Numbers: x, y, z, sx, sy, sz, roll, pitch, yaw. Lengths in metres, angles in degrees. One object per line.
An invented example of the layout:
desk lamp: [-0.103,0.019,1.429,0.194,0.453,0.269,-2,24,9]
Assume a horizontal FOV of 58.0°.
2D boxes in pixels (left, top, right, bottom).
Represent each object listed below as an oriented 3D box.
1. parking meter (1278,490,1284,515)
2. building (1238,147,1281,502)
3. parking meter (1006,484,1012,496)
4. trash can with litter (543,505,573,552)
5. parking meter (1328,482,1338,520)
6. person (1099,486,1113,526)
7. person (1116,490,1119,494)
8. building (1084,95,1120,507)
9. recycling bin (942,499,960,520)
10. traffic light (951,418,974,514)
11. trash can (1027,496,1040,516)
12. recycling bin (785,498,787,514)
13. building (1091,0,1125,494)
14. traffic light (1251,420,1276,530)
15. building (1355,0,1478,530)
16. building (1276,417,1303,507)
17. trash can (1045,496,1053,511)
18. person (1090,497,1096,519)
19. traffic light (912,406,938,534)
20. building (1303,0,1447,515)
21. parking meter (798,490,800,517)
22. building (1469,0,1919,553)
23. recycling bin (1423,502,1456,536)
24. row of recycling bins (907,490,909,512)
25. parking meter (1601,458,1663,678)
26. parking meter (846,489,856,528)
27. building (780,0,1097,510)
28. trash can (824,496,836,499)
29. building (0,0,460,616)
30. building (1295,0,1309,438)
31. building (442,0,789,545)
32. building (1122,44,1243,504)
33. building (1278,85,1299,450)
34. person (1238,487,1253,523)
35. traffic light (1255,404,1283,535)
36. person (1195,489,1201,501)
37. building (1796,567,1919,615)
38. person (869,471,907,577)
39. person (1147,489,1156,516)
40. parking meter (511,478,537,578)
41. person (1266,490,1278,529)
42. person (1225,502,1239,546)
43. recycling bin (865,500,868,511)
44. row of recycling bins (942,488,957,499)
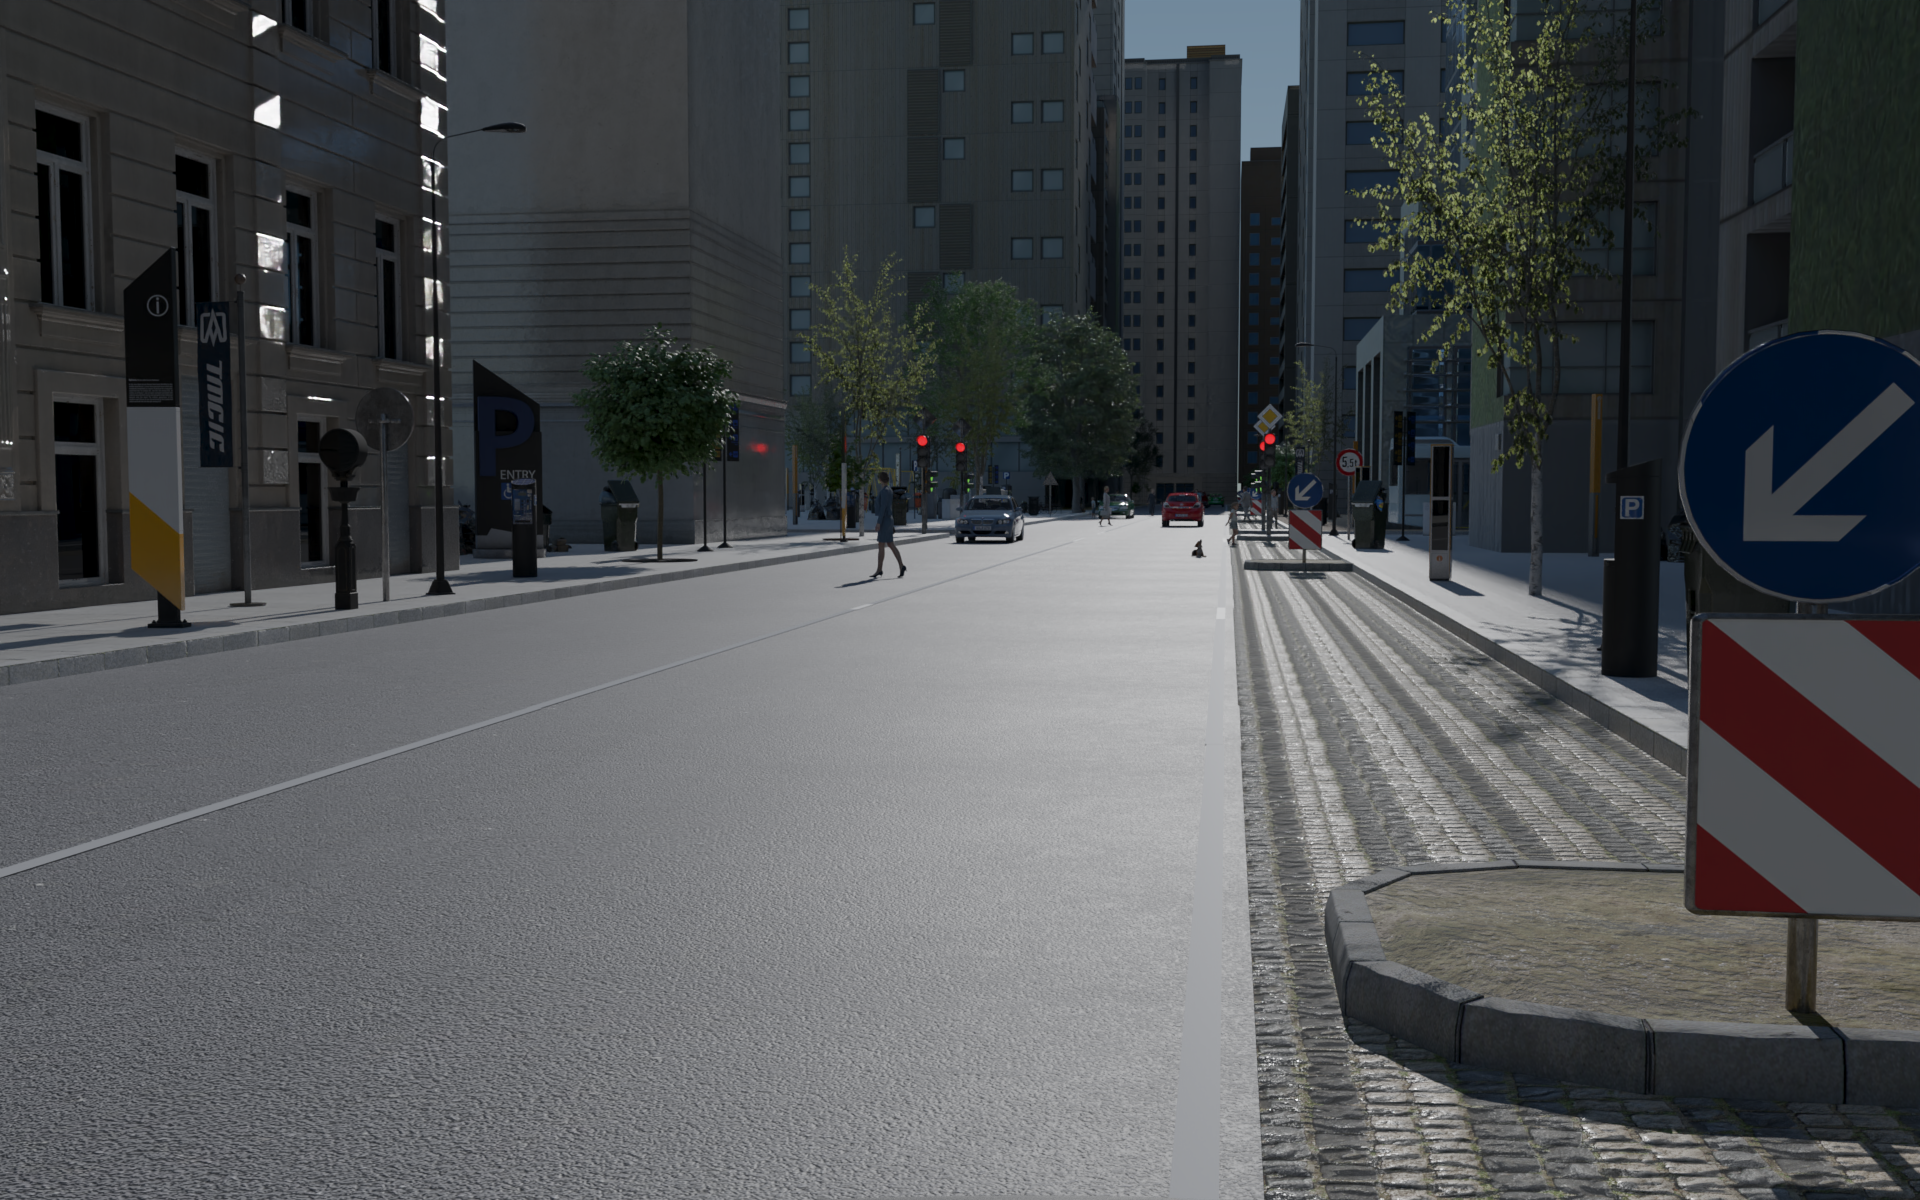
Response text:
parking meter: [20.059,-6.101,108.163,0.372,1.533,0.369,0,3,0]
building: [43.658,-35.217,225.905,14.200,45.320,14.600,1,4,9]
parking meter: [2.914,-5.962,103.190,0.255,1.863,0.399,-2,4,-24]
trash can with litter: [-9.162,-1.648,38.335,0.624,1.170,1.055,3,5,41]
parking meter: [18.564,-4.925,86.230,0.399,1.863,0.255,3,4,38]
person: [6.584,-4.246,78.279,0.624,1.780,0.694,1,4,19]
person: [12.457,-7.802,136.402,0.599,1.781,0.374,0,4,8]
building: [8.465,-29.959,173.431,14.154,41.232,14.086,1,4,9]
recycling bin: [-0.415,-4.544,86.848,0.722,1.027,0.722,-3,4,-36]
traffic light: [0.080,-4.554,63.379,0.839,4.253,0.868,1,4,9]
trash can: [4.402,-5.618,103.511,0.748,1.137,0.748,0,3,0]
recycling bin: [-11.581,-6.043,111.349,0.722,1.027,0.722,1,4,13]
building: [8.248,-46.685,201.559,20.611,71.187,20.563,1,4,9]
traffic light: [10.817,-4.454,61.745,0.839,4.253,0.868,1,4,9]
building: [32.234,-46.242,68.725,31.000,86.520,22.319,1,4,9]
building: [42.603,-45.020,174.332,20.563,71.187,20.611,1,4,9]
trash can: [6.739,-7.320,131.332,0.748,1.137,0.748,0,3,0]
person: [7.763,-5.370,100.980,0.332,1.250,0.352,-2,4,-27]
traffic light: [-1.137,-4.071,55.486,0.839,4.253,0.868,1,4,9]
building: [34.548,-35.286,118.932,21.231,58.520,28.212,1,4,9]
parking meter: [-9.025,-5.341,95.728,0.372,1.533,0.369,0,3,0]
building: [19.809,-21.940,42.309,14.154,41.232,14.086,1,4,9]
recycling bin: [14.770,-2.496,53.356,0.722,1.027,0.722,-2,4,-35]
row of recycling bins: [-4.109,-6.945,120.663,1.069,1.692,3.534,0,4,3]
parking meter: [4.738,-0.233,12.219,0.372,1.533,0.369,0,3,0]
parking meter: [-4.093,-3.460,64.986,0.372,1.533,0.369,0,3,0]
building: [-2.157,-34.504,153.386,28.713,52.752,27.495,1,4,9]
trash can: [-7.994,-5.816,106.747,0.748,1.137,0.748,0,3,0]
building: [-15.861,-13.458,17.304,12.463,27.353,25.104,1,4,9]
building: [43.420,-34.306,150.145,28.713,52.752,27.495,1,4,9]
building: [-14.837,-12.244,49.348,18.267,20.994,9.793,1,4,9]
building: [23.282,-42.232,232.499,28.212,58.520,21.231,1,4,9]
building: [47.256,-34.982,195.657,21.300,48.544,21.600,1,4,9]
person: [14.001,-4.649,84.791,0.678,1.792,0.850,-3,5,-40]
traffic light: [9.600,-3.971,53.853,0.839,4.253,0.868,1,4,9]
person: [18.127,-7.541,131.813,0.660,1.820,0.620,3,4,38]
building: [17.166,-20.600,20.412,14.154,41.232,14.086,1,4,9]
person: [-1.246,-1.298,29.738,0.654,1.822,0.581,2,4,30]
person: [12.642,-6.434,114.125,0.576,1.772,0.534,-1,4,-18]
parking meter: [-6.711,-1.117,26.678,0.372,1.533,0.369,0,3,0]
person: [12.297,-3.528,67.990,0.589,1.601,0.330,-1,4,-22]
person: [7.588,-2.125,48.259,0.382,1.210,0.505,1,4,14]
recycling bin: [-7.281,-7.118,128.930,0.722,1.027,0.722,-2,4,-29]
row of recycling bins: [-0.754,-6.784,118.033,1.069,1.692,3.534,0,4,-3]
